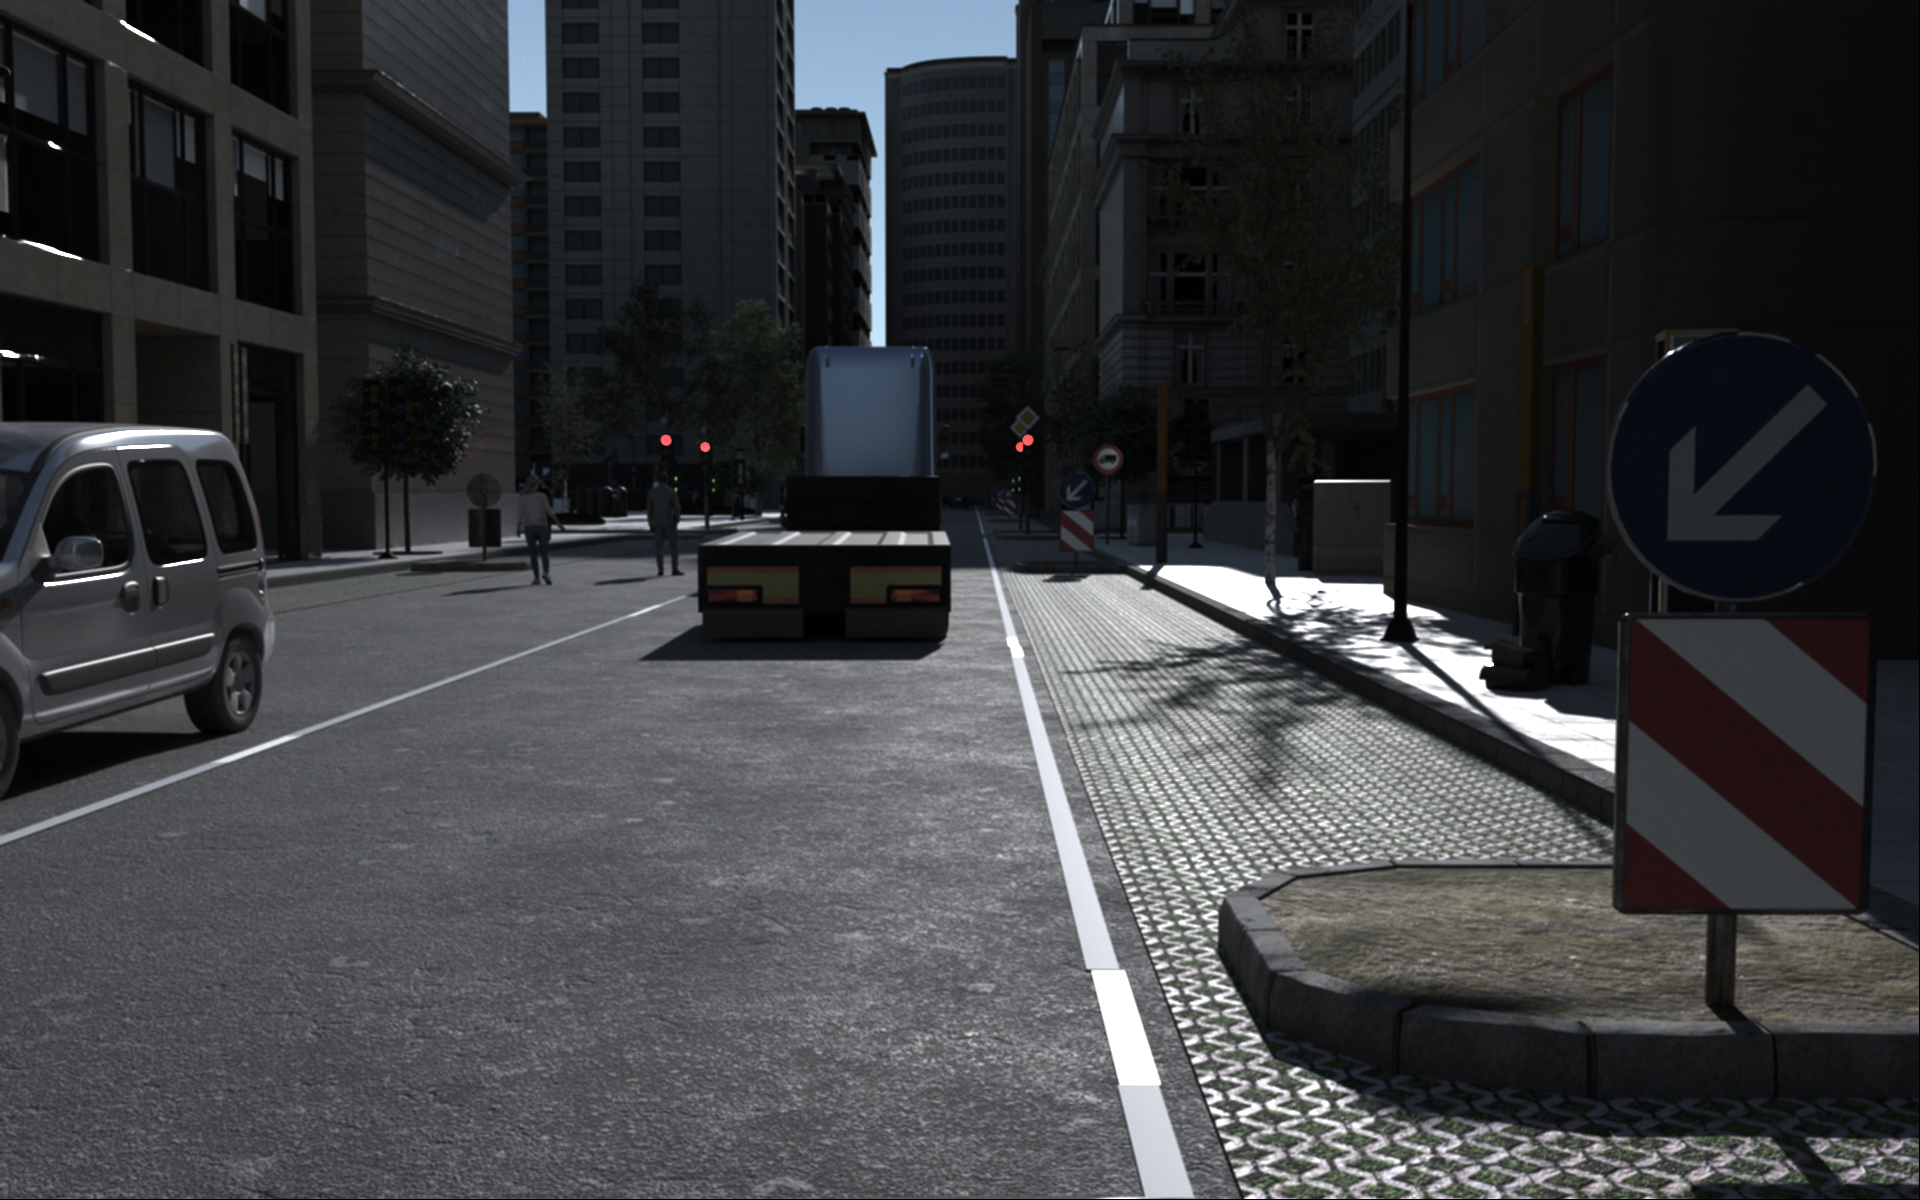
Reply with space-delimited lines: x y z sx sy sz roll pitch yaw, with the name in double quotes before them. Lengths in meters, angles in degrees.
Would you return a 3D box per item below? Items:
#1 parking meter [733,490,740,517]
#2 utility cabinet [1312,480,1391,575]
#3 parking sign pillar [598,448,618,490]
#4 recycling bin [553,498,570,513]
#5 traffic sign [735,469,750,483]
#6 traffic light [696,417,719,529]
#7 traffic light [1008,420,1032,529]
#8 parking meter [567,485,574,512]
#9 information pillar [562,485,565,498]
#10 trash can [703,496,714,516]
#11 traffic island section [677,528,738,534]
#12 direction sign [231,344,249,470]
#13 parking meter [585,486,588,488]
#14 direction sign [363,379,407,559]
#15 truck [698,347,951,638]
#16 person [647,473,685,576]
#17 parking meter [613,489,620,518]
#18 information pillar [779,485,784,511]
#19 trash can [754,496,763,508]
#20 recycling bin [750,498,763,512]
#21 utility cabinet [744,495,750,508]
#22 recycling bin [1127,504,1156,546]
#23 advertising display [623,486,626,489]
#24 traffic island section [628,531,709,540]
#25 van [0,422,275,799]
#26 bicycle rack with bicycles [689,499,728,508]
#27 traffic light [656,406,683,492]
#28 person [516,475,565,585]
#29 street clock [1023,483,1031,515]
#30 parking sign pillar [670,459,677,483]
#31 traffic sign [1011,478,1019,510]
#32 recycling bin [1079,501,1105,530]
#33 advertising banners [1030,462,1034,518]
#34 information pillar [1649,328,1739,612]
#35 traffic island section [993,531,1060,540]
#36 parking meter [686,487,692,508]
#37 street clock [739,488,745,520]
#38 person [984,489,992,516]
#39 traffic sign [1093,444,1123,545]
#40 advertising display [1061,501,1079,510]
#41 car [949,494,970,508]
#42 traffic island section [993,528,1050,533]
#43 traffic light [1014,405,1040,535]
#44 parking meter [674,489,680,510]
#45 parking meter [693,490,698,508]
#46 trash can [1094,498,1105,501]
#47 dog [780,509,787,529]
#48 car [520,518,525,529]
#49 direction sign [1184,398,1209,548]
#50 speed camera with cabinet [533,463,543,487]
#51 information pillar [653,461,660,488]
"parking meter" -12.636 -5.465 97.762 0.372 1.533 0.369 0 3 0
"utility cabinet" 6.200 -1.146 27.424 1.173 1.500 0.318 1 4 19
"parking sign pillar" -20.162 -6.878 100.921 1.447 3.967 1.447 -1 4 -15
"recycling bin" -23.465 -5.472 102.020 0.722 1.027 0.722 2 4 24
"traffic sign" -10.752 -5.228 85.583 0.768 2.556 0.104 1 4 8
"traffic light" -9.184 -4.526 62.917 0.839 4.253 0.868 0 4 0
"traffic light" 2.177 -4.522 62.853 0.839 4.253 0.868 0 4 0
"parking meter" -23.897 -6.150 106.263 0.255 1.863 0.399 1 4 14
"information pillar" -30.372 -7.857 132.956 0.304 2.012 0.304 0 4 4
"trash can" -14.473 -5.387 99.730 0.748 1.137 0.748 0 3 0
"traffic island section" -9.224 -2.494 63.052 2.009 0.180 2.903 0 4 0
"direction sign" -11.030 -2.116 26.599 0.379 3.537 0.876 -1 4 -9
"parking meter" -28.746 -7.797 133.186 0.255 1.863 0.399 -1 4 -16
"direction sign" -11.378 -2.589 34.332 0.876 3.537 0.379 0 4 7
"truck" -1.503 -2.208 25.859 2.967 4.110 18.799 0 4 -1
"person" -5.199 -1.340 30.509 0.635 1.810 0.391 0 4 -1
"parking meter" -18.720 -5.256 94.351 0.372 1.533 0.369 0 3 0
"information pillar" -13.834 -7.938 134.273 0.304 2.012 0.304 -1 4 -21
"trash can" -15.489 -7.434 133.206 0.748 1.137 0.748 0 3 0
"recycling bin" -14.772 -6.914 125.599 0.722 1.027 0.722 -2 4 -26
"utility cabinet" -15.065 -6.813 122.551 0.306 1.237 1.020 0 4 -1
"recycling bin" 4.608 -1.866 43.055 0.722 1.027 0.722 -1 4 -17
"advertising display" -26.759 -8.139 138.283 0.123 1.923 0.974 -1 4 -19
"traffic island section" -9.281 -2.005 55.068 2.009 0.180 2.903 0 4 0
"van" -5.172 -0.126 9.074 2.013 2.044 4.112 0 4 2
"bicycle rack with bicycles" -17.884 -6.682 122.638 2.925 0.926 2.852 -3 4 -37
"traffic light" -9.241 -4.037 54.933 0.839 4.253 0.868 0 4 0
"person" -6.626 -1.118 27.451 0.731 1.740 0.598 -2 4 -24
"street clock" 4.073 -6.358 108.519 0.358 2.002 0.471 1 4 11
"parking sign pillar" -21.974 -8.758 131.669 1.447 3.967 1.447 1 4 15
"traffic sign" 4.413 -8.318 136.110 0.768 2.556 0.104 0 4 7
"recycling bin" 4.745 -3.042 62.288 0.722 1.027 0.722 -2 4 -25
"advertising banners" 3.940 -6.008 94.412 0.090 3.025 2.074 0 4 6
"information pillar" 3.323 -0.207 7.877 0.304 2.012 0.304 1 4 13
"traffic island section" 2.160 -2.000 54.982 2.009 0.180 2.903 0 4 0
"parking meter" -20.931 -7.835 133.805 0.399 1.863 0.255 -1 4 -12
"street clock" -10.726 -4.933 85.228 0.358 2.002 0.471 0 4 4
"person" 1.825 -6.398 113.349 0.529 1.795 0.600 0 4 -7
"traffic sign" 3.752 -2.684 43.987 0.768 2.556 0.104 0 4 5
"advertising display" 4.857 -4.309 75.662 0.974 1.923 0.123 2 4 34
"car" -0.077 -10.027 175.736 2.131 1.459 4.920 0 4 2
"traffic island section" 2.217 -2.488 62.967 2.009 0.180 2.903 0 4 0
"traffic light" 2.120 -4.033 54.868 0.839 4.253 0.868 0 4 0
"parking meter" -14.967 -5.067 91.259 0.372 1.533 0.369 0 3 0
"parking meter" -18.476 -6.885 120.976 0.372 1.533 0.369 0 3 0
"trash can" 4.964 -3.177 63.597 0.748 1.137 0.748 0 3 0
"dog" -7.134 -3.336 71.380 0.800 0.831 0.513 -2 4 -32
"car" -17.255 -2.892 59.654 4.827 1.381 2.083 0 4 1
"direction sign" 5.614 -3.008 41.184 0.876 3.537 0.379 -3 5 -44
"speed camera with cabinet" -26.195 -6.962 108.169 0.660 3.252 2.038 -2 4 -29
"information pillar" -21.305 -7.973 121.705 0.504 3.616 0.183 1 4 15
